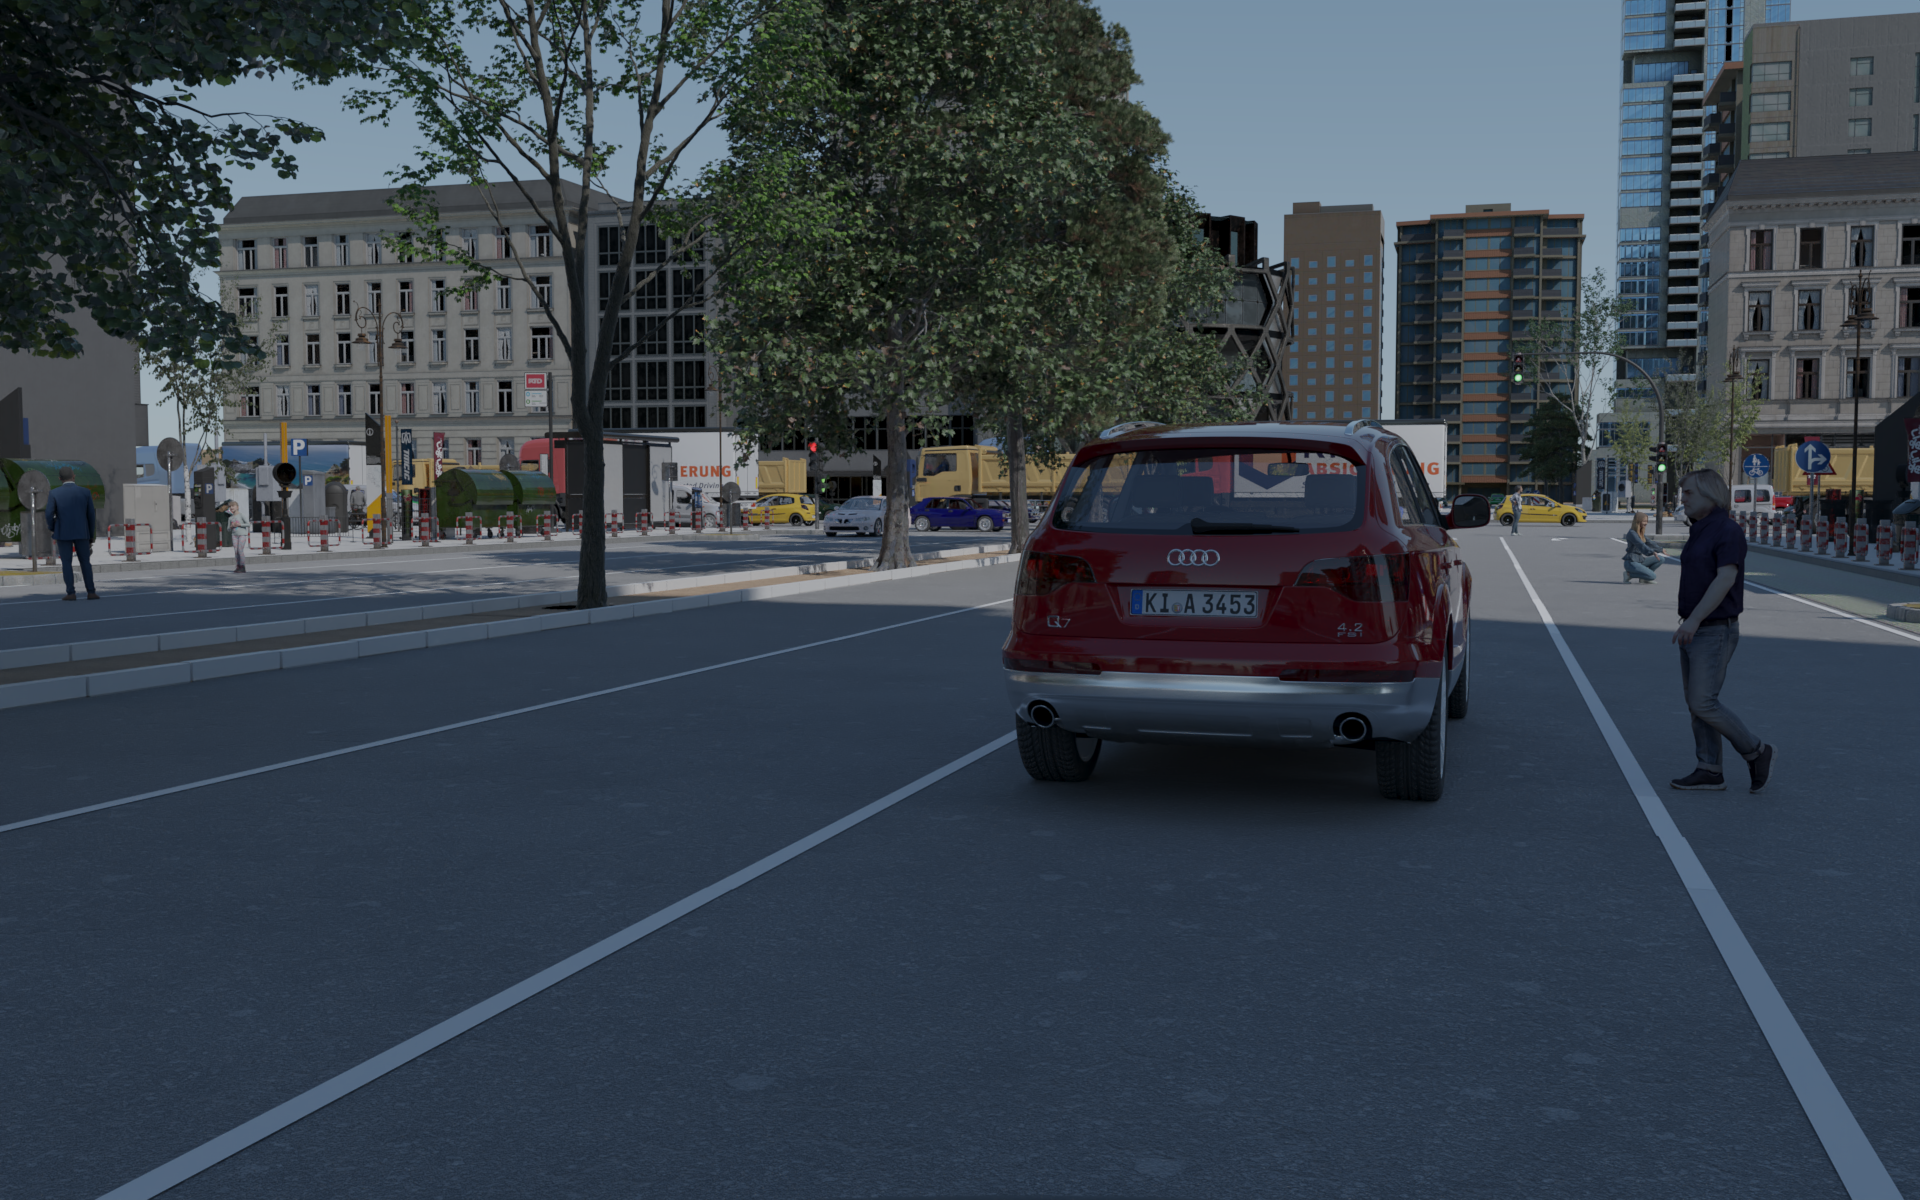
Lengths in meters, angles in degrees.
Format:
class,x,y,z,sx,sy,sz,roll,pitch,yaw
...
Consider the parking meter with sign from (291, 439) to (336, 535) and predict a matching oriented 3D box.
class,x,y,z,sx,sy,sz,roll,pitch,yaw
parking meter with sign,-20.581,-3.607,55.243,0.543,3.016,1.738,1,4,10

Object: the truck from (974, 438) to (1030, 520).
class,x,y,z,sx,sy,sz,roll,pitch,yaw
truck,9.124,-5.237,75.382,18.799,4.110,2.967,1,4,17

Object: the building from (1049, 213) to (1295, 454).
class,x,y,z,sx,sy,sz,roll,pitch,yaw
building,13.590,-15.091,114.192,16.811,18.784,16.820,1,4,17

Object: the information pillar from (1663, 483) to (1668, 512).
class,x,y,z,sx,sy,sz,roll,pitch,yaw
information pillar,44.890,-6.471,110.298,0.304,2.012,0.304,1,4,18

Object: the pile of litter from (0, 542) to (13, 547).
class,x,y,z,sx,sy,sz,roll,pitch,yaw
pile of litter,-23.793,-1.711,41.939,1.719,0.858,1.176,1,4,23

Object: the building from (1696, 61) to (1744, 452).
class,x,y,z,sx,sy,sz,roll,pitch,yaw
building,85.850,-31.634,171.843,22.147,44.769,28.867,1,4,17

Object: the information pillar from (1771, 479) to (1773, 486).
class,x,y,z,sx,sy,sz,roll,pitch,yaw
information pillar,40.317,-4.965,85.672,0.304,2.012,0.304,1,4,10

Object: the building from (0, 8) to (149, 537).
class,x,y,z,sx,sy,sz,roll,pitch,yaw
building,-38.126,-15.710,50.373,24.014,27.812,14.314,1,4,17

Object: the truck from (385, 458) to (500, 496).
class,x,y,z,sx,sy,sz,roll,pitch,yaw
truck,-27.128,-6.032,94.540,9.791,3.379,3.469,1,4,15

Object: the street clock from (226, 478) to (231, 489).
class,x,y,z,sx,sy,sz,roll,pitch,yaw
street clock,-29.133,-3.937,68.937,0.358,2.002,0.471,-1,4,-20

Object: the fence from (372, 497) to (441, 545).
class,x,y,z,sx,sy,sz,roll,pitch,yaw
fence,-14.330,-2.060,44.878,0.480,1.192,2.264,1,4,18

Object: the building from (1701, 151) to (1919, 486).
class,x,y,z,sx,sy,sz,roll,pitch,yaw
building,45.828,-15.335,101.644,40.483,20.767,10.553,1,4,17

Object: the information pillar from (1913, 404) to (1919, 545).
class,x,y,z,sx,sy,sz,roll,pitch,yaw
information pillar,23.998,-3.185,43.425,0.183,3.616,0.504,0,4,7

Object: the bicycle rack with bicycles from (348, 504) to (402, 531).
class,x,y,z,sx,sy,sz,roll,pitch,yaw
bicycle rack with bicycles,-22.446,-3.196,65.635,2.852,0.926,2.925,-2,4,-33

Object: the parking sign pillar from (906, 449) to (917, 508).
class,x,y,z,sx,sy,sz,roll,pitch,yaw
parking sign pillar,-2.807,-6.634,96.942,1.447,3.967,1.447,1,4,18

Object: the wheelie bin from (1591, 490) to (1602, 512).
class,x,y,z,sx,sy,sz,roll,pitch,yaw
wheelie bin,45.600,-7.098,123.959,0.693,1.594,0.980,2,4,32

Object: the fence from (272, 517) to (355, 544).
class,x,y,z,sx,sy,sz,roll,pitch,yaw
fence,-16.937,-1.837,45.415,2.069,0.683,0.278,-2,4,-32

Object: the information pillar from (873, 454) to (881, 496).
class,x,y,z,sx,sy,sz,roll,pitch,yaw
information pillar,-4.865,-6.729,101.378,0.504,3.616,0.183,0,4,-6

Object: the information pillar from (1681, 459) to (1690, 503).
class,x,y,z,sx,sy,sz,roll,pitch,yaw
information pillar,47.740,-7.499,113.962,0.504,3.616,0.183,3,5,42

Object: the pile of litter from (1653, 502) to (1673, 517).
class,x,y,z,sx,sy,sz,roll,pitch,yaw
pile of litter,39.476,-5.081,97.043,1.176,0.858,1.719,1,4,14

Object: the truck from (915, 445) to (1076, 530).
class,x,y,z,sx,sy,sz,roll,pitch,yaw
truck,2.280,-4.466,68.939,9.791,3.379,3.469,1,4,16

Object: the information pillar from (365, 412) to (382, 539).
class,x,y,z,sx,sy,sz,roll,pitch,yaw
information pillar,-16.806,-3.567,49.681,0.504,3.616,0.183,1,4,9

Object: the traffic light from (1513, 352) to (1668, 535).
class,x,y,z,sx,sy,sz,roll,pitch,yaw
traffic light,20.074,-4.925,55.196,4.771,5.953,1.251,1,4,17

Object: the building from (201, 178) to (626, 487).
class,x,y,z,sx,sy,sz,roll,pitch,yaw
building,-38.161,-18.097,129.166,30.059,22.955,16.112,1,4,17

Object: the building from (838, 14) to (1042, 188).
class,x,y,z,sx,sy,sz,roll,pitch,yaw
building,0.303,-44.795,170.645,20.563,71.187,20.611,1,4,17

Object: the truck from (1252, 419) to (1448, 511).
class,x,y,z,sx,sy,sz,roll,pitch,yaw
truck,13.047,-4.793,67.278,11.283,4.237,2.839,1,4,17

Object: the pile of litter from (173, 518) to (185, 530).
class,x,y,z,sx,sy,sz,roll,pitch,yaw
pile of litter,-28.786,-2.959,62.349,1.719,0.858,1.176,0,4,-3

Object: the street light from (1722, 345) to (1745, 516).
class,x,y,z,sx,sy,sz,roll,pitch,yaw
street light,23.970,-4.955,53.807,0.468,5.910,1.993,1,4,17

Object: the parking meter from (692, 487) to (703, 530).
class,x,y,z,sx,sy,sz,roll,pitch,yaw
parking meter,-9.287,-3.228,61.181,0.372,1.533,0.369,0,3,0

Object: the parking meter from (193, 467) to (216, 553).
class,x,y,z,sx,sy,sz,roll,pitch,yaw
parking meter,-16.373,-1.947,37.545,0.255,1.863,0.399,1,4,23

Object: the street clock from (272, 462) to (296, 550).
class,x,y,z,sx,sy,sz,roll,pitch,yaw
street clock,-15.507,-2.154,39.793,0.471,2.002,0.358,-3,5,-44

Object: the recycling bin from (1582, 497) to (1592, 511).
class,x,y,z,sx,sy,sz,roll,pitch,yaw
recycling bin,46.777,-7.110,128.810,0.722,1.027,0.722,-3,5,-45

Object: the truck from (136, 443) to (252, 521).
class,x,y,z,sx,sy,sz,roll,pitch,yaw
truck,-35.118,-6.079,89.152,18.799,4.110,2.967,1,4,18

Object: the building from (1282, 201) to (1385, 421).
class,x,y,z,sx,sy,sz,roll,pitch,yaw
building,57.546,-37.704,266.567,14.200,45.320,14.600,1,4,17

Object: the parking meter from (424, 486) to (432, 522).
class,x,y,z,sx,sy,sz,roll,pitch,yaw
parking meter,-17.762,-3.040,58.108,0.372,1.533,0.369,0,3,0

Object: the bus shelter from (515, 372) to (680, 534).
class,x,y,z,sx,sy,sz,roll,pitch,yaw
bus shelter,-12.556,-5.007,59.502,2.179,5.291,8.768,1,4,17

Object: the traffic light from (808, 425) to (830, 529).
class,x,y,z,sx,sy,sz,roll,pitch,yaw
traffic light,-5.178,-4.520,62.828,0.839,4.253,0.868,1,4,17

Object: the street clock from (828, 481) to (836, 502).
class,x,y,z,sx,sy,sz,roll,pitch,yaw
street clock,-7.201,-5.690,97.597,0.471,2.002,0.358,3,5,40

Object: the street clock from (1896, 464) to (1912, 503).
class,x,y,z,sx,sy,sz,roll,pitch,yaw
street clock,22.699,-2.269,41.674,0.471,2.002,0.358,-3,5,-41

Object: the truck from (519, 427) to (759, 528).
class,x,y,z,sx,sy,sz,roll,pitch,yaw
truck,-14.334,-5.266,75.017,11.283,4.237,2.839,1,4,18

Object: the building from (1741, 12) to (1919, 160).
class,x,y,z,sx,sy,sz,roll,pitch,yaw
building,75.882,-28.682,152.547,14.154,41.232,14.086,1,4,17

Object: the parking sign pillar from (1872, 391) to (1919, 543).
class,x,y,z,sx,sy,sz,roll,pitch,yaw
parking sign pillar,25.075,-3.530,46.184,1.447,3.967,1.447,-2,4,-24

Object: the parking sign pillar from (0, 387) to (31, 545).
class,x,y,z,sx,sy,sz,roll,pitch,yaw
parking sign pillar,-24.320,-3.396,43.993,1.447,3.967,1.447,0,4,7

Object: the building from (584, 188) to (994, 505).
class,x,y,z,sx,sy,sz,roll,pitch,yaw
building,-9.750,-18.358,119.217,30.058,24.678,14.314,1,4,17

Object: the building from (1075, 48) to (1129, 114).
class,x,y,z,sx,sy,sz,roll,pitch,yaw
building,3.638,-37.112,196.023,27.495,52.752,28.713,1,4,17

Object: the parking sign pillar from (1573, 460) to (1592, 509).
class,x,y,z,sx,sy,sz,roll,pitch,yaw
parking sign pillar,48.842,-9.017,135.903,1.447,3.967,1.447,-1,4,-11

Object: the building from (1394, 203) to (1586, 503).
class,x,y,z,sx,sy,sz,roll,pitch,yaw
building,79.386,-37.276,264.081,28.867,44.769,22.147,1,4,17

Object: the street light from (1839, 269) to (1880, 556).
class,x,y,z,sx,sy,sz,roll,pitch,yaw
street light,18.517,-3.853,35.787,0.468,5.910,1.993,1,4,17

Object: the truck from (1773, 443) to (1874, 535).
class,x,y,z,sx,sy,sz,roll,pitch,yaw
truck,33.169,-3.849,58.850,9.791,3.379,3.469,1,4,15

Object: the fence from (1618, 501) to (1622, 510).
class,x,y,z,sx,sy,sz,roll,pitch,yaw
fence,55.066,-7.905,144.627,0.278,0.683,2.069,1,4,16

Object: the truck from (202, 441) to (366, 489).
class,x,y,z,sx,sy,sz,roll,pitch,yaw
truck,-37.081,-6.395,93.480,11.283,4.237,2.839,1,4,16

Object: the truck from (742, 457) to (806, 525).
class,x,y,z,sx,sy,sz,roll,pitch,yaw
truck,-12.389,-5.350,83.402,9.791,3.379,3.469,1,4,16

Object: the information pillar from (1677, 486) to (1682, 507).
class,x,y,z,sx,sy,sz,roll,pitch,yaw
information pillar,54.431,-7.731,130.891,0.304,2.012,0.304,0,4,6

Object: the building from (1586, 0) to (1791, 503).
class,x,y,z,sx,sy,sz,roll,pitch,yaw
building,108.929,-57.590,254.260,31.000,86.520,22.319,1,4,17

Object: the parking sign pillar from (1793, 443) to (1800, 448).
class,x,y,z,sx,sy,sz,roll,pitch,yaw
parking sign pillar,44.470,-6.270,90.993,1.447,3.967,1.447,1,4,15
